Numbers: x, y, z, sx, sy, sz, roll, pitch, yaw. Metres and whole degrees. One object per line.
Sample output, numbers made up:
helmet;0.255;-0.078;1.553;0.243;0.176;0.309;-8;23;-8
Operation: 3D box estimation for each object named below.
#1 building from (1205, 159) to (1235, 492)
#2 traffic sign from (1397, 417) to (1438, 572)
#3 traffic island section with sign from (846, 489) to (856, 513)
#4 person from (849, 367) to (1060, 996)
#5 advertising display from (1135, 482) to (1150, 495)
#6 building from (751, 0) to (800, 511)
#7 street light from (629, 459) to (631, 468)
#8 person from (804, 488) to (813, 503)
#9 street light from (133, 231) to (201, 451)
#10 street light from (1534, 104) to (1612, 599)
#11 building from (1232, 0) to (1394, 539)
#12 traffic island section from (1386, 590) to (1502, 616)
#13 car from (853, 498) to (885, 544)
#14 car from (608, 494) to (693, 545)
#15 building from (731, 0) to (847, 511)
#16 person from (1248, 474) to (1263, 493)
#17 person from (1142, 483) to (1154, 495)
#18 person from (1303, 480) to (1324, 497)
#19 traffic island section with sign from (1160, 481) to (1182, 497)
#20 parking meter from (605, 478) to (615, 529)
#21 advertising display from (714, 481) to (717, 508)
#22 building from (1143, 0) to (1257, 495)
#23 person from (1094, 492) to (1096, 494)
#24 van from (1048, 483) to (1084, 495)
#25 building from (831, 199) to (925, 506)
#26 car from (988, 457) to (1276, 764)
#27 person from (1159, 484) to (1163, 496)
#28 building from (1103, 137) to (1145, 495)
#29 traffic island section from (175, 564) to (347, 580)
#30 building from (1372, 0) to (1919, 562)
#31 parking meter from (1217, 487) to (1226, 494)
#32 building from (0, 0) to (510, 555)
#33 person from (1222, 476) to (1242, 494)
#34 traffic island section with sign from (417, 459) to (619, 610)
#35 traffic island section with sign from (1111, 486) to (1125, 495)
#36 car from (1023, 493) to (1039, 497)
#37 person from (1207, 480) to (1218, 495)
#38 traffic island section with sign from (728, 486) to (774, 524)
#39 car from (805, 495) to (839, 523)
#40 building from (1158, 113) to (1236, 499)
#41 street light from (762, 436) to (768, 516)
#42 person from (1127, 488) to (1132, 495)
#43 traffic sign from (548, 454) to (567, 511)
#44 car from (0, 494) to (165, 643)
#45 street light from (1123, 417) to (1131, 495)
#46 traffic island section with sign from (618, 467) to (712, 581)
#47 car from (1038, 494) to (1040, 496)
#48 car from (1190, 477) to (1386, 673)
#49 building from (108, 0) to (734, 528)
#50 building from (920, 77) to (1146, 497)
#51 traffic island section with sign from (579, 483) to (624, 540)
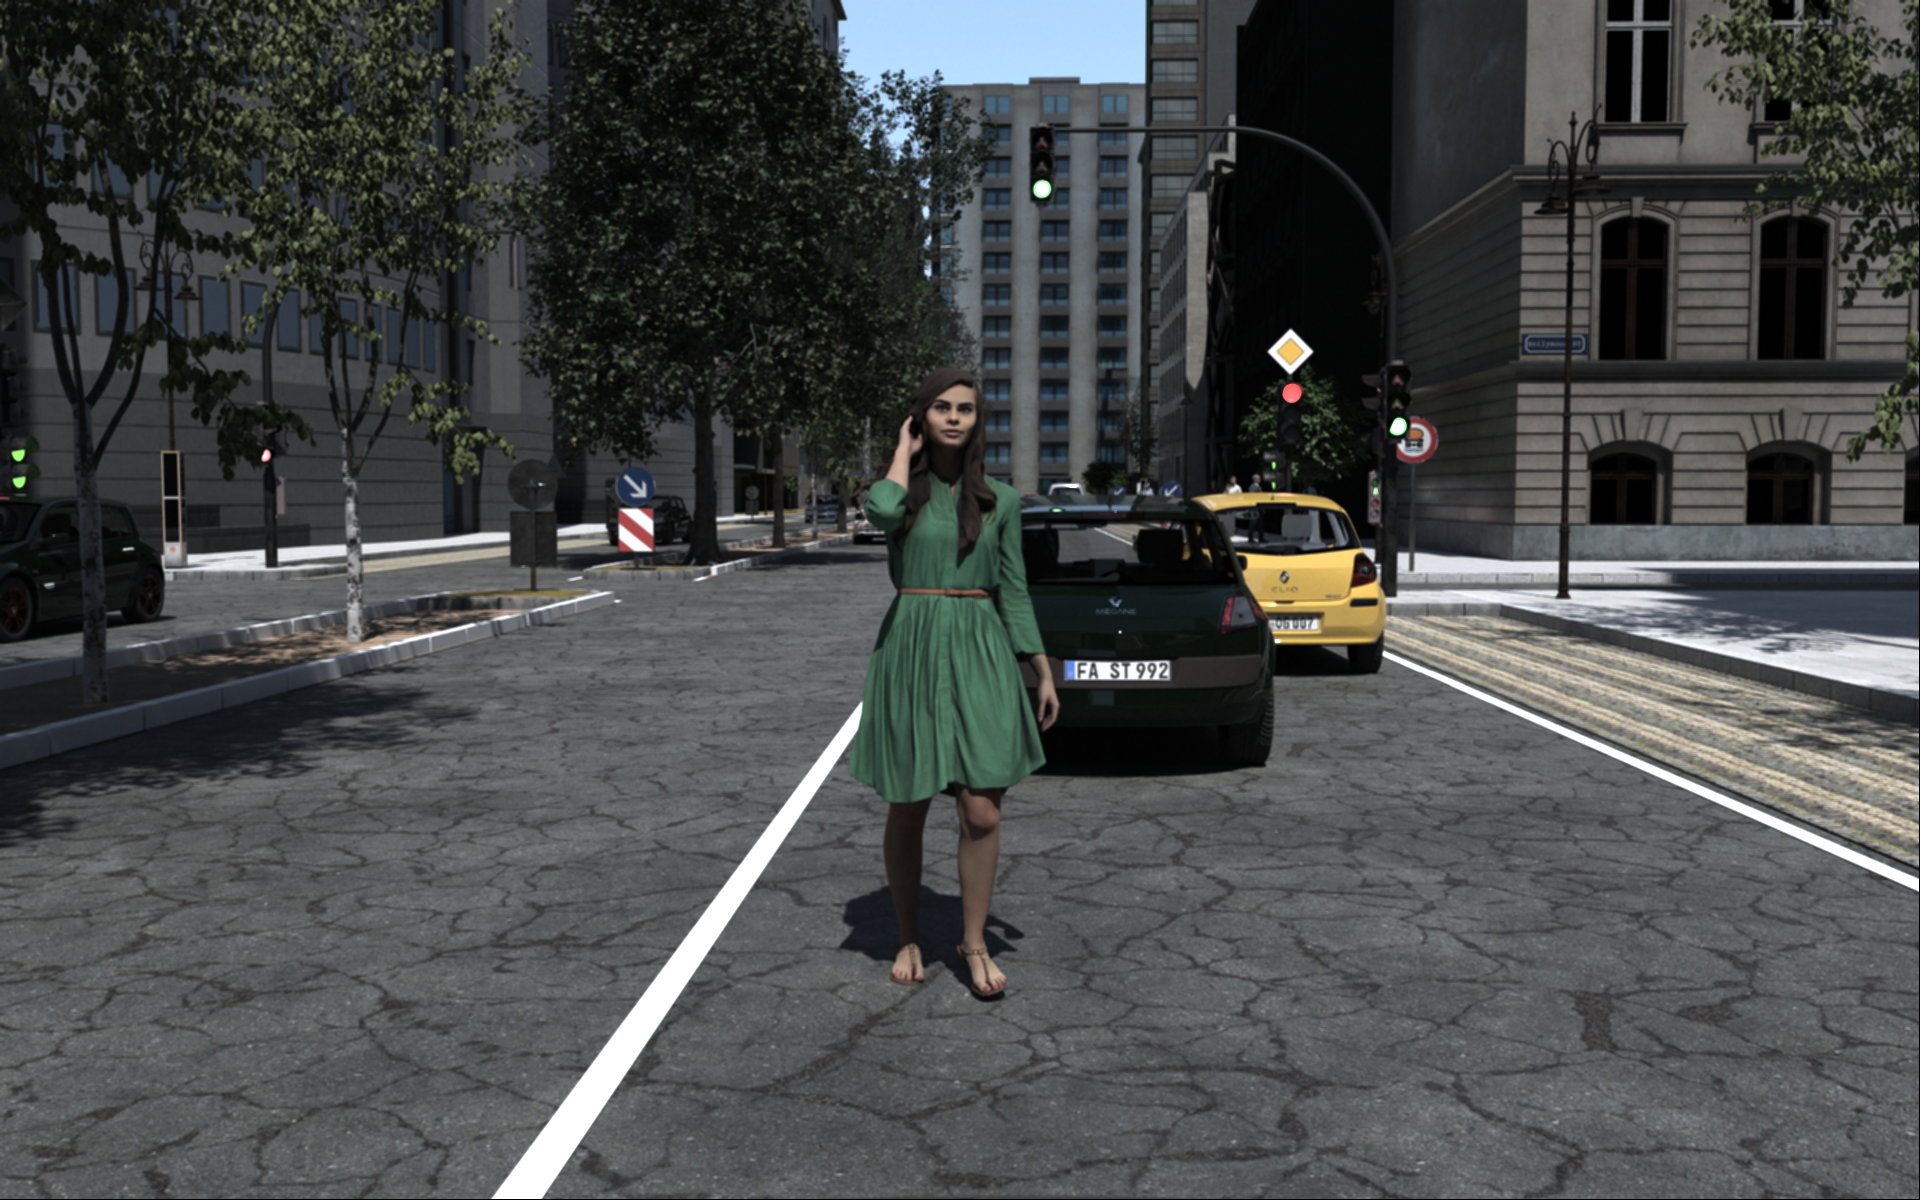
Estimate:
building;19.536;-12.909;78.518;16.820;18.784;16.811;0;4;2
traffic sign;7.480;-1.743;28.609;0.768;2.556;0.104;1;4;8
traffic island section with sign;-8.389;-7.547;132.028;1.989;1.847;2.006;0;4;2
person;-0.038;0.227;5.035;0.600;1.795;0.529;-1;4;-21
advertising display;9.549;-5.229;90.701;0.974;1.923;0.123;-3;4;-38
building;-20.814;-29.958;139.929;14.600;45.320;14.200;0;4;2
street light;-12.842;-5.781;67.305;0.468;5.910;1.993;0;4;2
person;-9.483;-6.209;109.986;0.705;1.831;1.348;-2;4;-35
street light;-13.991;-3.543;30.711;0.468;5.910;1.993;0;4;2
street light;7.404;-2.954;21.081;0.468;5.910;1.993;0;4;2
building;16.141;-13.871;56.475;12.332;23.373;15.834;0;4;2
traffic island section;5.361;0.040;21.626;2.009;0.180;2.903;0;4;2
car;-2.054;-2.347;50.738;2.083;1.381;4.827;0;4;2
car;-8.827;-2.431;49.531;2.009;1.686;4.222;0;4;3
building;-25.751;-35.195;164.676;27.495;52.752;28.713;0;4;2
person;7.924;-2.424;45.847;0.590;1.801;0.661;2;4;34
person;9.032;-4.697;83.096;0.793;1.790;0.793;-3;4;-39
person;9.879;-2.562;48.506;0.524;1.755;0.480;-3;5;-44
traffic island section with sign;6.424;-2.787;54.192;1.989;1.847;2.006;0;4;2
parking meter;-12.819;-3.534;63.495;0.255;1.863;0.399;0;4;5
advertising display;-12.112;-4.744;82.773;0.974;1.923;0.123;0;4;0
building;19.968;-26.841;122.445;14.154;41.232;14.086;0;4;2
person;13.241;-9.943;169.323;0.721;1.735;1.217;-2;4;-34
van;4.261;-3.859;70.104;2.013;2.044;4.112;0;4;2
building;-16.284;-31.495;206.823;23.993;40.220;32.217;0;4;2
car;0.823;-0.049;10.585;2.009;1.686;4.222;0;4;1
person;10.436;-5.052;88.828;0.419;1.800;0.721;2;4;25
building;30.063;-28.980;165.706;32.217;40.220;23.993;0;4;2
traffic island section;-12.012;-0.483;30.181;2.009;0.180;2.903;0;4;2
building;27.648;-13.324;36.927;34.723;24.649;14.460;0;4;2
parking meter;8.337;-2.847;54.961;0.372;1.533;0.369;0;3;0
building;-25.437;-30.856;46.495;21.231;58.520;28.212;0;4;2
person;8.246;-2.841;52.590;0.679;1.850;0.850;2;4;33
traffic island section with sign;-5.649;-0.861;22.220;2.006;1.907;1.989;0;4;2
traffic island section with sign;7.304;-4.458;81.516;1.989;1.847;2.006;0;4;2
car;6.388;-8.971;155.722;2.155;1.783;4.494;0;4;2
person;8.684;-3.242;59.470;0.576;1.772;0.534;0;4;6
traffic island section with sign;-9.967;-4.549;83.006;1.989;1.847;2.006;0;4;2
car;-6.727;-4.584;86.949;2.014;1.417;4.499;0;4;2
building;16.891;-14.723;95.477;10.420;20.320;16.860;0;4;2
street light;-11.633;-7.999;103.565;0.468;5.910;1.993;0;4;2
person;12.844;-7.677;132.098;0.750;1.759;0.617;2;4;30
traffic sign;-13.075;-3.410;55.757;0.884;2.594;0.081;1;4;10
car;-9.894;-0.497;17.906;2.009;1.686;4.222;0;4;2
street light;10.043;-8.037;104.184;0.468;5.910;1.993;0;4;2
traffic island section with sign;-5.400;-1.314;29.623;2.006;1.907;1.989;0;4;2
car;6.765;-9.368;162.201;2.155;1.783;4.494;0;4;1
car;2.577;-0.313;15.335;2.015;1.641;3.980;0;4;2
building;-24.001;-33.193;84.703;21.231;58.520;28.212;0;4;2
building;10.802;-35.610;201.833;30.456;49.044;23.786;0;4;2
traffic island section with sign;-10.883;-2.839;55.037;1.989;1.847;2.006;0;4;2
